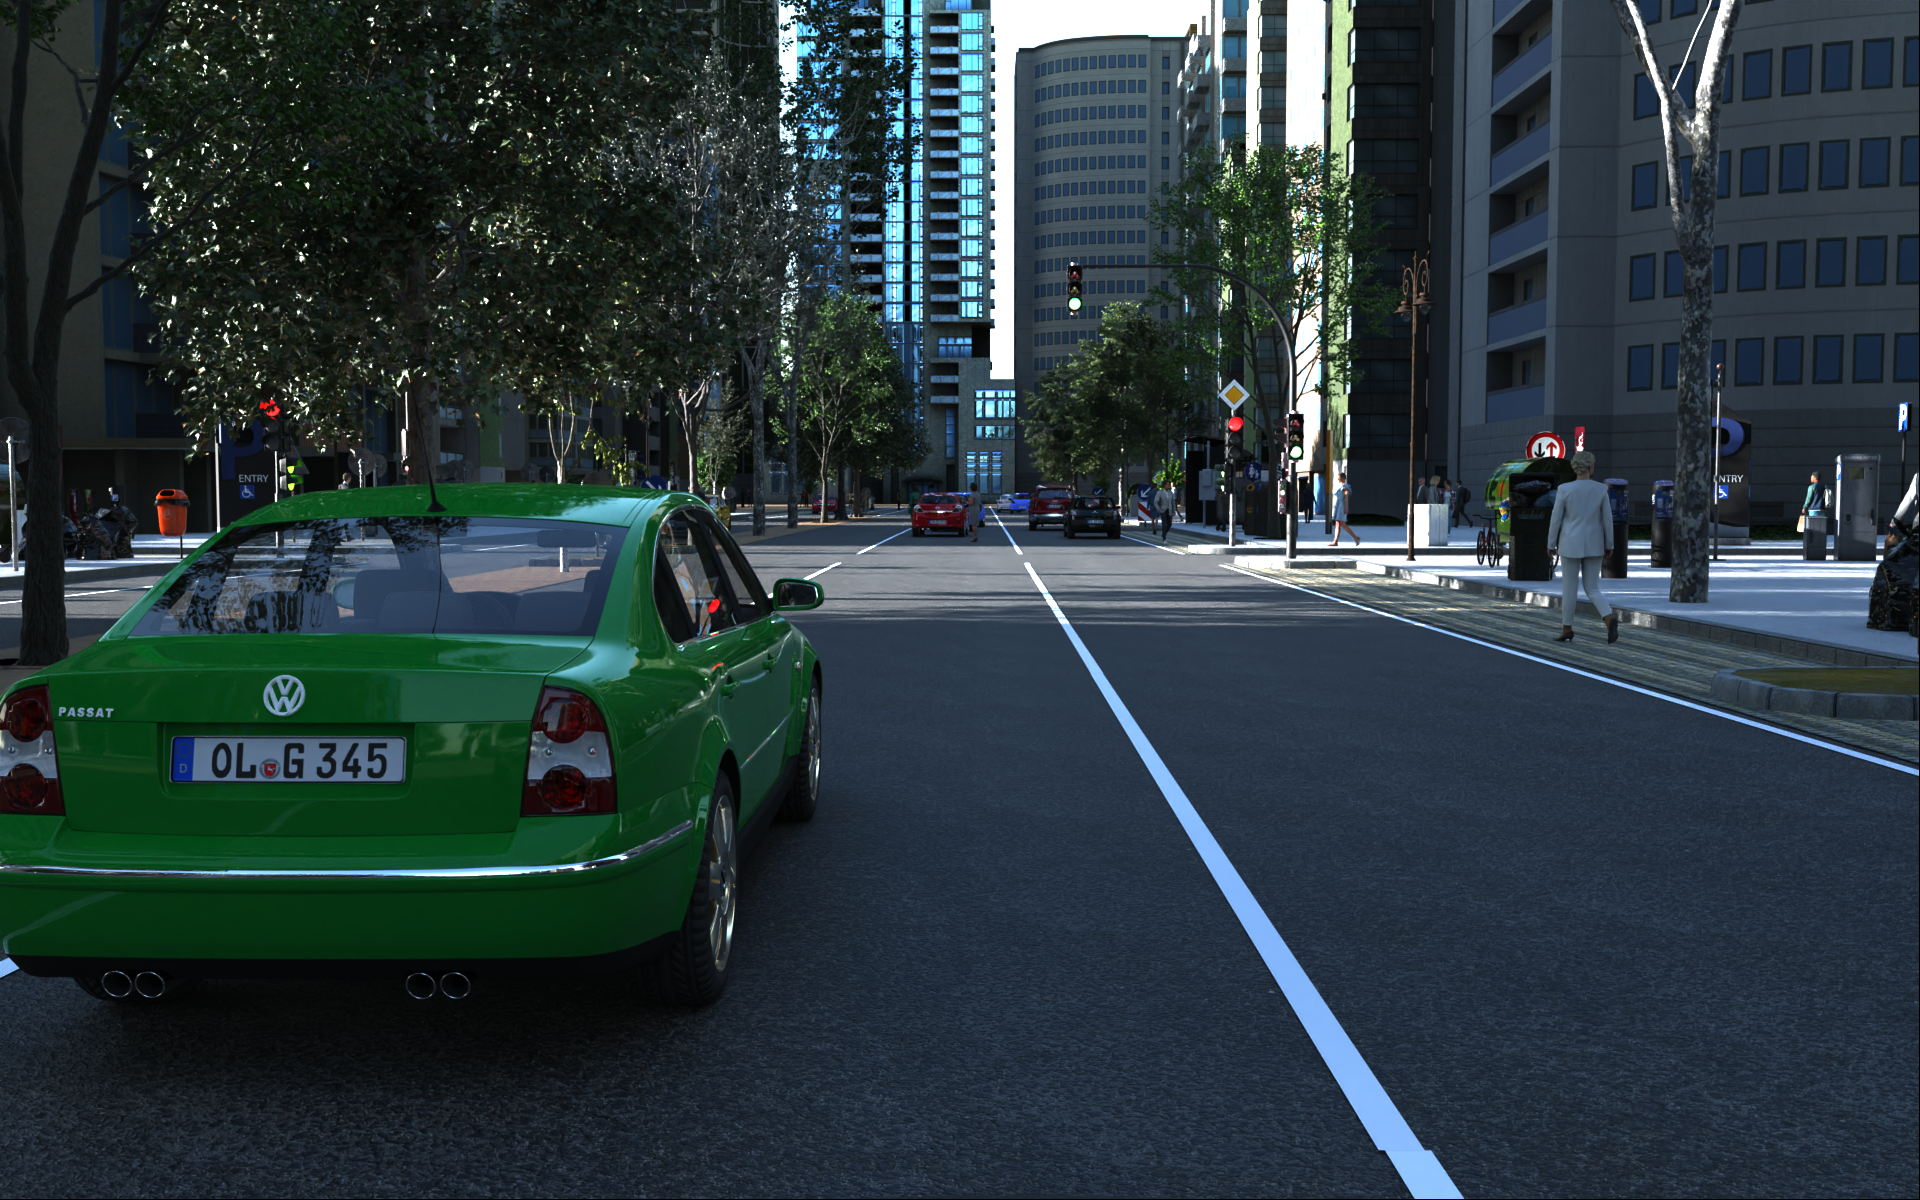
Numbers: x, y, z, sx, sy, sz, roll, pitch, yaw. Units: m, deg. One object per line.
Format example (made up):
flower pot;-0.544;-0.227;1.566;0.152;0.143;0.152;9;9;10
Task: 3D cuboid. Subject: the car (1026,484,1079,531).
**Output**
car;3.767;-3.705;69.252;2.281;1.827;5.304;0;4;2

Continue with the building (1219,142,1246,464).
building;28.631;-22.822;144.847;14.160;30.474;14.107;0;4;1

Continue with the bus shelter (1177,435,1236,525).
bus shelter;10.190;-4.913;71.616;1.731;3.624;6.357;0;4;1

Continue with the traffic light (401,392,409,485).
traffic light;-11.406;-4.154;42.582;4.771;5.953;1.251;0;4;1

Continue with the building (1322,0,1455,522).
building;25.129;-19.263;86.654;14.160;30.474;14.107;0;4;1

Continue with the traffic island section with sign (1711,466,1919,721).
traffic island section with sign;6.317;-0.194;11.797;1.989;1.847;2.006;0;4;1

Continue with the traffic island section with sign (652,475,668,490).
traffic island section with sign;-7.343;-2.089;42.286;2.006;1.907;1.989;0;4;1

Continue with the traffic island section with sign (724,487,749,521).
traffic island section with sign;-12.554;-5.248;94.441;1.989;1.847;2.006;0;4;1

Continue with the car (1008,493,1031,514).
car;4.479;-7.091;125.521;1.945;1.707;3.694;0;4;1

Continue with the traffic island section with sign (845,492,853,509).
traffic island section with sign;-11.586;-9.956;171.408;1.989;1.847;2.006;0;4;1

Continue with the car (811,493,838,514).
car;-9.665;-7.085;124.881;2.155;1.783;4.494;0;4;0

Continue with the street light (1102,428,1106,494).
street light;9.763;-8.826;117.098;0.468;5.910;1.993;0;4;1

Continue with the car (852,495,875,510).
car;-8.701;-8.849;156.483;2.131;1.459;4.920;0;4;-1

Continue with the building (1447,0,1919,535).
building;34.254;-31.785;61.681;28.212;58.520;21.231;0;4;1

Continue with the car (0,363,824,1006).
car;-1.526;0.157;6.233;1.959;1.807;4.718;0;4;1

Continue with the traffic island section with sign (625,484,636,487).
traffic island section with sign;-12.897;-3.600;67.487;1.989;1.847;2.006;0;4;1

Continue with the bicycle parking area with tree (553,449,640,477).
bicycle parking area with tree;-23.549;-7.670;112.407;8.231;4.147;9.016;-1;4;-8

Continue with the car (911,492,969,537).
car;-0.644;-3.081;59.411;2.155;1.783;4.494;0;4;3

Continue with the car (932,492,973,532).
car;-0.244;-3.516;67.084;1.945;1.707;3.694;0;4;0

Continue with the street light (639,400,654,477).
street light;-15.036;-6.756;83.245;0.468;5.910;1.993;0;4;1

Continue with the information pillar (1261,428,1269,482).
information pillar;10.769;-4.239;60.664;0.504;3.616;0.183;1;4;17

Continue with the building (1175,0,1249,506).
building;32.800;-33.447;166.469;23.786;49.044;30.456;0;4;1

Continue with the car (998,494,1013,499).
car;4.581;-9.355;164.959;2.014;1.417;4.499;0;4;-1

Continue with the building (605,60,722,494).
building;-32.354;-32.134;175.508;14.200;45.320;14.600;0;4;1

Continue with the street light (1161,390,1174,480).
street light;9.241;-6.389;77.254;0.468;5.910;1.993;0;4;1

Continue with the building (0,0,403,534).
building;-34.373;-25.203;66.686;22.147;44.769;28.867;0;4;1

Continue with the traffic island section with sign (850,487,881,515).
traffic island section with sign;-6.404;-6.684;117.419;2.006;1.907;1.989;0;4;1

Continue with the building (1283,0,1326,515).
building;28.514;-28.022;108.273;14.600;45.320;14.200;0;4;1

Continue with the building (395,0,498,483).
building;-34.532;-25.256;96.525;14.154;41.232;14.086;0;4;1

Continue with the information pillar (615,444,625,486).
information pillar;-15.964;-5.511;81.452;0.504;3.616;0.183;0;4;-1

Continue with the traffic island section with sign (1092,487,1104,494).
traffic island section with sign;7.360;-5.249;94.453;1.989;1.847;2.006;0;4;1

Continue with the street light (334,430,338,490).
street light;-15.553;-4.302;43.119;0.468;5.910;1.993;0;4;1

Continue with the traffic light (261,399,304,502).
traffic light;-13.600;-2.793;34.588;0.839;4.253;0.868;0;4;1

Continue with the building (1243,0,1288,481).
building;28.389;-27.331;130.450;14.154;41.232;14.086;0;4;1

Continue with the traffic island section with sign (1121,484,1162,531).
traffic island section with sign;7.010;-3.573;67.045;1.989;1.847;2.006;0;4;1

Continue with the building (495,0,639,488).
building;-41.271;-26.791;129.919;32.217;40.220;23.993;0;4;1

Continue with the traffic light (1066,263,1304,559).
traffic light;4.467;-3.643;34.236;4.771;5.953;1.251;0;4;1

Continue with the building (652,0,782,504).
building;-34.381;-47.942;222.096;20.611;71.187;20.563;0;4;1

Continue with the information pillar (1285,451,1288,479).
information pillar;12.564;-4.630;67.057;0.504;3.616;0.183;-3;4;-38

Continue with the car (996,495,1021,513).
car;3.825;-7.507;135.098;2.083;1.381;4.827;0;4;1

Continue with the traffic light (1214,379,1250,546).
traffic light;6.661;-3.267;42.335;0.839;4.253;0.868;0;4;1

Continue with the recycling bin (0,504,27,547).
recycling bin;-23.006;-1.809;42.125;0.722;1.027;0.722;3;4;36

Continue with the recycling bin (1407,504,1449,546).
recycling bin;11.594;-1.856;42.905;0.722;1.027;0.722;-2;4;-34

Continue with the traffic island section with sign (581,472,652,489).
traffic island section with sign;-7.446;-1.636;34.880;2.006;1.907;1.989;0;4;1

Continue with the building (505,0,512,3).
building;-54.126;-38.483;171.190;28.212;58.520;21.231;0;4;1

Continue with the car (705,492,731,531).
car;-9.463;-3.272;63.728;2.015;1.641;3.980;0;4;0

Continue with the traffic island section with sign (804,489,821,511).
traffic island section with sign;-11.920;-8.308;144.455;1.989;1.847;2.006;0;4;1

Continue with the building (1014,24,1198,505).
building;21.119;-41.538;221.145;28.212;58.520;21.231;0;4;1

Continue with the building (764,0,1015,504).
building;-8.573;-55.600;221.730;31.000;86.520;22.319;0;4;1

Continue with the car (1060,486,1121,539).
car;4.302;-2.871;56.723;2.009;1.686;4.222;0;4;1

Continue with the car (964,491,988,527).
car;0.240;-4.064;76.037;1.945;1.707;3.694;0;4;2

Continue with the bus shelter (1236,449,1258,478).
bus shelter;12.026;-5.159;78.272;2.014;3.302;5.546;0;4;1

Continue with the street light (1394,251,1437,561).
street light;8.674;-3.691;33.129;0.468;5.910;1.993;0;4;1

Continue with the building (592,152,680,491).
building;-32.484;-23.084;149.122;14.160;30.474;14.107;0;4;1
